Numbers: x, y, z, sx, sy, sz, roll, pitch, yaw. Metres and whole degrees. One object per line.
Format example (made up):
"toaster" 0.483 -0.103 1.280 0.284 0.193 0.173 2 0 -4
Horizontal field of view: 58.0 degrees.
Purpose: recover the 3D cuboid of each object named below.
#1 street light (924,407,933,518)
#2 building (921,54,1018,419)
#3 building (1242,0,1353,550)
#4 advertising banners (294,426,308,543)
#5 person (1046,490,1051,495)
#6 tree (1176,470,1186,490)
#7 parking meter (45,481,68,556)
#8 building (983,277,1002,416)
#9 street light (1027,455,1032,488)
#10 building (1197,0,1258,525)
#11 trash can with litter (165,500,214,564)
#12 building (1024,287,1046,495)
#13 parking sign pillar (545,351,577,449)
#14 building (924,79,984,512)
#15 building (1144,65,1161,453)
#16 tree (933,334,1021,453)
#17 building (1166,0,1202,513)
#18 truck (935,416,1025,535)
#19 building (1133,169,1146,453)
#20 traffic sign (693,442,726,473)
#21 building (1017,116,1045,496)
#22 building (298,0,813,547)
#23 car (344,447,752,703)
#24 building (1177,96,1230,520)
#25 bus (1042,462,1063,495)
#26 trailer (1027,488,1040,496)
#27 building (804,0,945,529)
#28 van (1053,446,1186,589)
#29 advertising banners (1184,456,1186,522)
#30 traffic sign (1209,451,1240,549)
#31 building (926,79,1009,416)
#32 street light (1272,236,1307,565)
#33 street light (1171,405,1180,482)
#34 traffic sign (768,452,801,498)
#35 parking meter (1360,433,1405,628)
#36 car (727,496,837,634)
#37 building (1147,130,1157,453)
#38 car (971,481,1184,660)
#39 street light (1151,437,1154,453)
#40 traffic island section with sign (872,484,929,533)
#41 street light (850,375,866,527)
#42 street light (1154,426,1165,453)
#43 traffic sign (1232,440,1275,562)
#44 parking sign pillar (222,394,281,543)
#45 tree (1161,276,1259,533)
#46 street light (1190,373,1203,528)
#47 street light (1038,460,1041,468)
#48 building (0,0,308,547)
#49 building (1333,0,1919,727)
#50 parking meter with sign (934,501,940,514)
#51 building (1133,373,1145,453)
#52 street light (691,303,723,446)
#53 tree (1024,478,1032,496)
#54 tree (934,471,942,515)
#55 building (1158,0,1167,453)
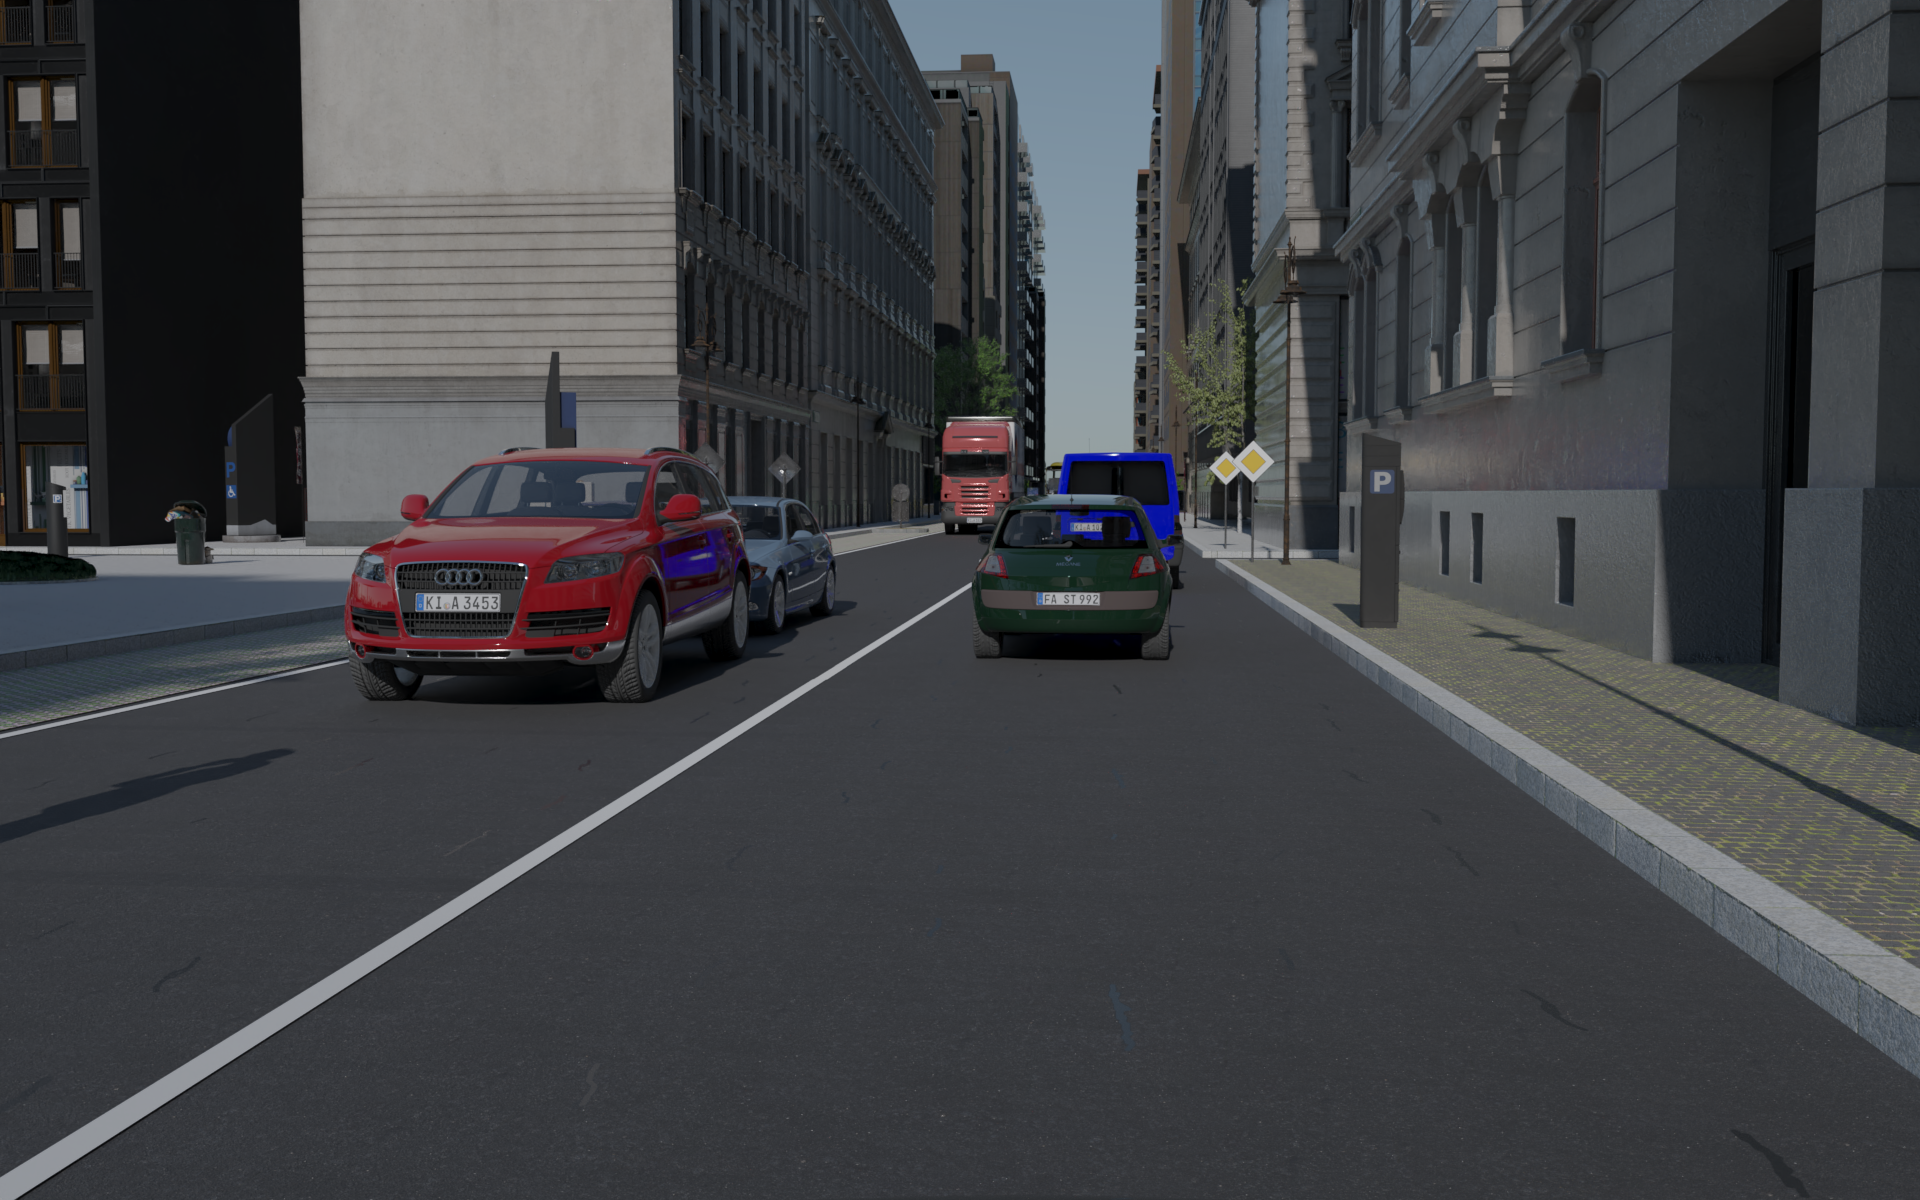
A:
"street light" -1.657 -7.309 92.285 0.468 5.910 1.993 0 4 5
"building" -1.281 -32.487 181.267 14.600 45.320 14.200 0 4 5
"building" 17.127 -13.109 43.213 19.941 23.489 11.050 0 4 5
"advertising banners" -17.257 -3.038 45.865 0.090 3.025 2.074 0 4 -3
"person" 6.004 -6.658 118.075 1.217 1.735 0.721 -1 4 -9
"tree" 14.417 -7.580 118.532 1.663 3.219 1.824 0 3 0
"parking meter" -18.110 -1.610 34.729 0.372 1.533 0.369 0 3 0
"building" -11.223 -18.459 146.837 27.650 21.520 28.899 0 4 5
"street light" 8.083 -13.946 200.796 0.468 5.910 1.993 0 4 5
"building" 17.626 -17.071 72.612 14.314 27.812 24.014 0 4 5
"trash can with litter" -14.043 -1.239 31.647 0.624 1.170 1.055 -1 4 -9
"building" 4.480 -28.538 238.293 14.160 30.474 14.107 0 4 5
"parking sign pillar" -7.728 -2.752 33.475 1.447 3.967 1.447 -1 4 -20
"building" -5.792 -21.573 124.415 14.160 30.474 14.107 0 4 5
"building" 30.427 -31.836 175.136 22.147 44.769 28.867 0 4 5
"tree" 0.296 -11.418 112.443 9.928 11.665 9.643 0 3 0
"building" 21.963 -29.054 125.149 14.600 45.320 14.200 0 4 5
"truck" 0.912 -4.618 64.412 2.839 4.237 11.283 0 4 5
"building" 34.151 -35.094 228.405 22.147 44.769 28.867 0 4 5
"traffic sign" -4.911 -1.822 33.428 0.795 2.450 0.064 0 4 5
"building" -2.341 -36.450 215.566 23.786 49.044 30.456 0 4 5
"building" -10.562 -12.298 50.216 9.793 20.994 18.267 0 4 5
"car" -3.009 -0.303 13.632 2.281 1.827 5.304 0 4 4
"building" 21.025 -16.285 99.551 16.112 22.955 30.059 0 4 5
"bus" 8.186 -8.784 135.161 2.896 3.916 12.252 0 4 6
"trailer" 6.646 -9.189 157.284 1.471 1.999 3.904 0 4 6
"building" -11.074 -18.645 81.256 17.030 29.872 44.131 0 4 5
"van" 2.546 -1.433 27.810 2.240 2.365 5.245 0 4 6
"advertising banners" 10.473 -5.169 80.694 0.090 3.025 2.074 1 4 9
"traffic sign" 6.203 -2.250 40.431 0.795 2.450 0.064 0 4 5
"building" -2.726 -29.576 167.169 14.154 41.232 14.086 0 4 5
"street light" 5.923 -3.578 31.281 0.468 5.910 1.993 0 4 5
"street light" 11.197 -7.158 89.825 0.468 5.910 1.993 0 4 5
"traffic sign" -4.197 -2.308 41.381 0.795 2.450 0.064 0 4 5
"parking meter" 4.056 -0.668 16.632 0.399 1.863 0.255 1 4 11
"car" -2.523 -0.446 19.292 2.014 1.417 4.499 0 4 7
"building" 29.494 -34.011 206.198 14.600 45.320 14.200 0 4 5
"car" 1.118 -0.404 16.398 2.009 1.686 4.222 0 4 6
"street light" 15.695 -10.272 140.737 0.468 5.910 1.993 0 4 5
"traffic island section with sign" -2.185 -3.403 64.260 1.989 1.847 2.006 0 4 5
"street light" -3.962 -5.785 67.377 0.468 5.910 1.993 0 4 5
"street light" 13.324 -8.689 114.853 0.468 5.910 1.993 0 4 5
"traffic sign" 5.490 -1.764 32.478 0.795 2.450 0.064 0 4 5
"parking sign pillar" -18.904 -3.526 46.117 1.447 3.967 1.447 2 4 25
"tree" 9.054 -6.534 57.186 4.737 8.622 4.395 0 3 0
"street light" 8.865 -5.641 65.018 0.468 5.910 1.993 0 4 5
"street light" 10.310 -15.463 225.612 0.468 5.910 1.993 0 4 5
"building" -27.927 -13.357 48.060 15.834 23.373 12.332 0 4 5
"building" 12.128 -14.178 19.201 14.401 28.519 23.554 0 4 5
"parking meter with sign" -2.123 -6.761 106.809 1.738 3.016 0.543 0 4 5
"building" 39.884 -25.291 258.553 27.650 21.520 28.899 0 4 5
"street light" -6.134 -4.242 42.152 0.468 5.910 1.993 0 4 5
"tree" 7.370 -12.069 191.930 1.663 3.219 1.824 0 3 0
"tree" -1.595 -6.735 104.723 1.663 3.219 1.824 0 3 0
"building" 27.400 -36.912 145.512 21.231 58.520 28.212 0 4 5
